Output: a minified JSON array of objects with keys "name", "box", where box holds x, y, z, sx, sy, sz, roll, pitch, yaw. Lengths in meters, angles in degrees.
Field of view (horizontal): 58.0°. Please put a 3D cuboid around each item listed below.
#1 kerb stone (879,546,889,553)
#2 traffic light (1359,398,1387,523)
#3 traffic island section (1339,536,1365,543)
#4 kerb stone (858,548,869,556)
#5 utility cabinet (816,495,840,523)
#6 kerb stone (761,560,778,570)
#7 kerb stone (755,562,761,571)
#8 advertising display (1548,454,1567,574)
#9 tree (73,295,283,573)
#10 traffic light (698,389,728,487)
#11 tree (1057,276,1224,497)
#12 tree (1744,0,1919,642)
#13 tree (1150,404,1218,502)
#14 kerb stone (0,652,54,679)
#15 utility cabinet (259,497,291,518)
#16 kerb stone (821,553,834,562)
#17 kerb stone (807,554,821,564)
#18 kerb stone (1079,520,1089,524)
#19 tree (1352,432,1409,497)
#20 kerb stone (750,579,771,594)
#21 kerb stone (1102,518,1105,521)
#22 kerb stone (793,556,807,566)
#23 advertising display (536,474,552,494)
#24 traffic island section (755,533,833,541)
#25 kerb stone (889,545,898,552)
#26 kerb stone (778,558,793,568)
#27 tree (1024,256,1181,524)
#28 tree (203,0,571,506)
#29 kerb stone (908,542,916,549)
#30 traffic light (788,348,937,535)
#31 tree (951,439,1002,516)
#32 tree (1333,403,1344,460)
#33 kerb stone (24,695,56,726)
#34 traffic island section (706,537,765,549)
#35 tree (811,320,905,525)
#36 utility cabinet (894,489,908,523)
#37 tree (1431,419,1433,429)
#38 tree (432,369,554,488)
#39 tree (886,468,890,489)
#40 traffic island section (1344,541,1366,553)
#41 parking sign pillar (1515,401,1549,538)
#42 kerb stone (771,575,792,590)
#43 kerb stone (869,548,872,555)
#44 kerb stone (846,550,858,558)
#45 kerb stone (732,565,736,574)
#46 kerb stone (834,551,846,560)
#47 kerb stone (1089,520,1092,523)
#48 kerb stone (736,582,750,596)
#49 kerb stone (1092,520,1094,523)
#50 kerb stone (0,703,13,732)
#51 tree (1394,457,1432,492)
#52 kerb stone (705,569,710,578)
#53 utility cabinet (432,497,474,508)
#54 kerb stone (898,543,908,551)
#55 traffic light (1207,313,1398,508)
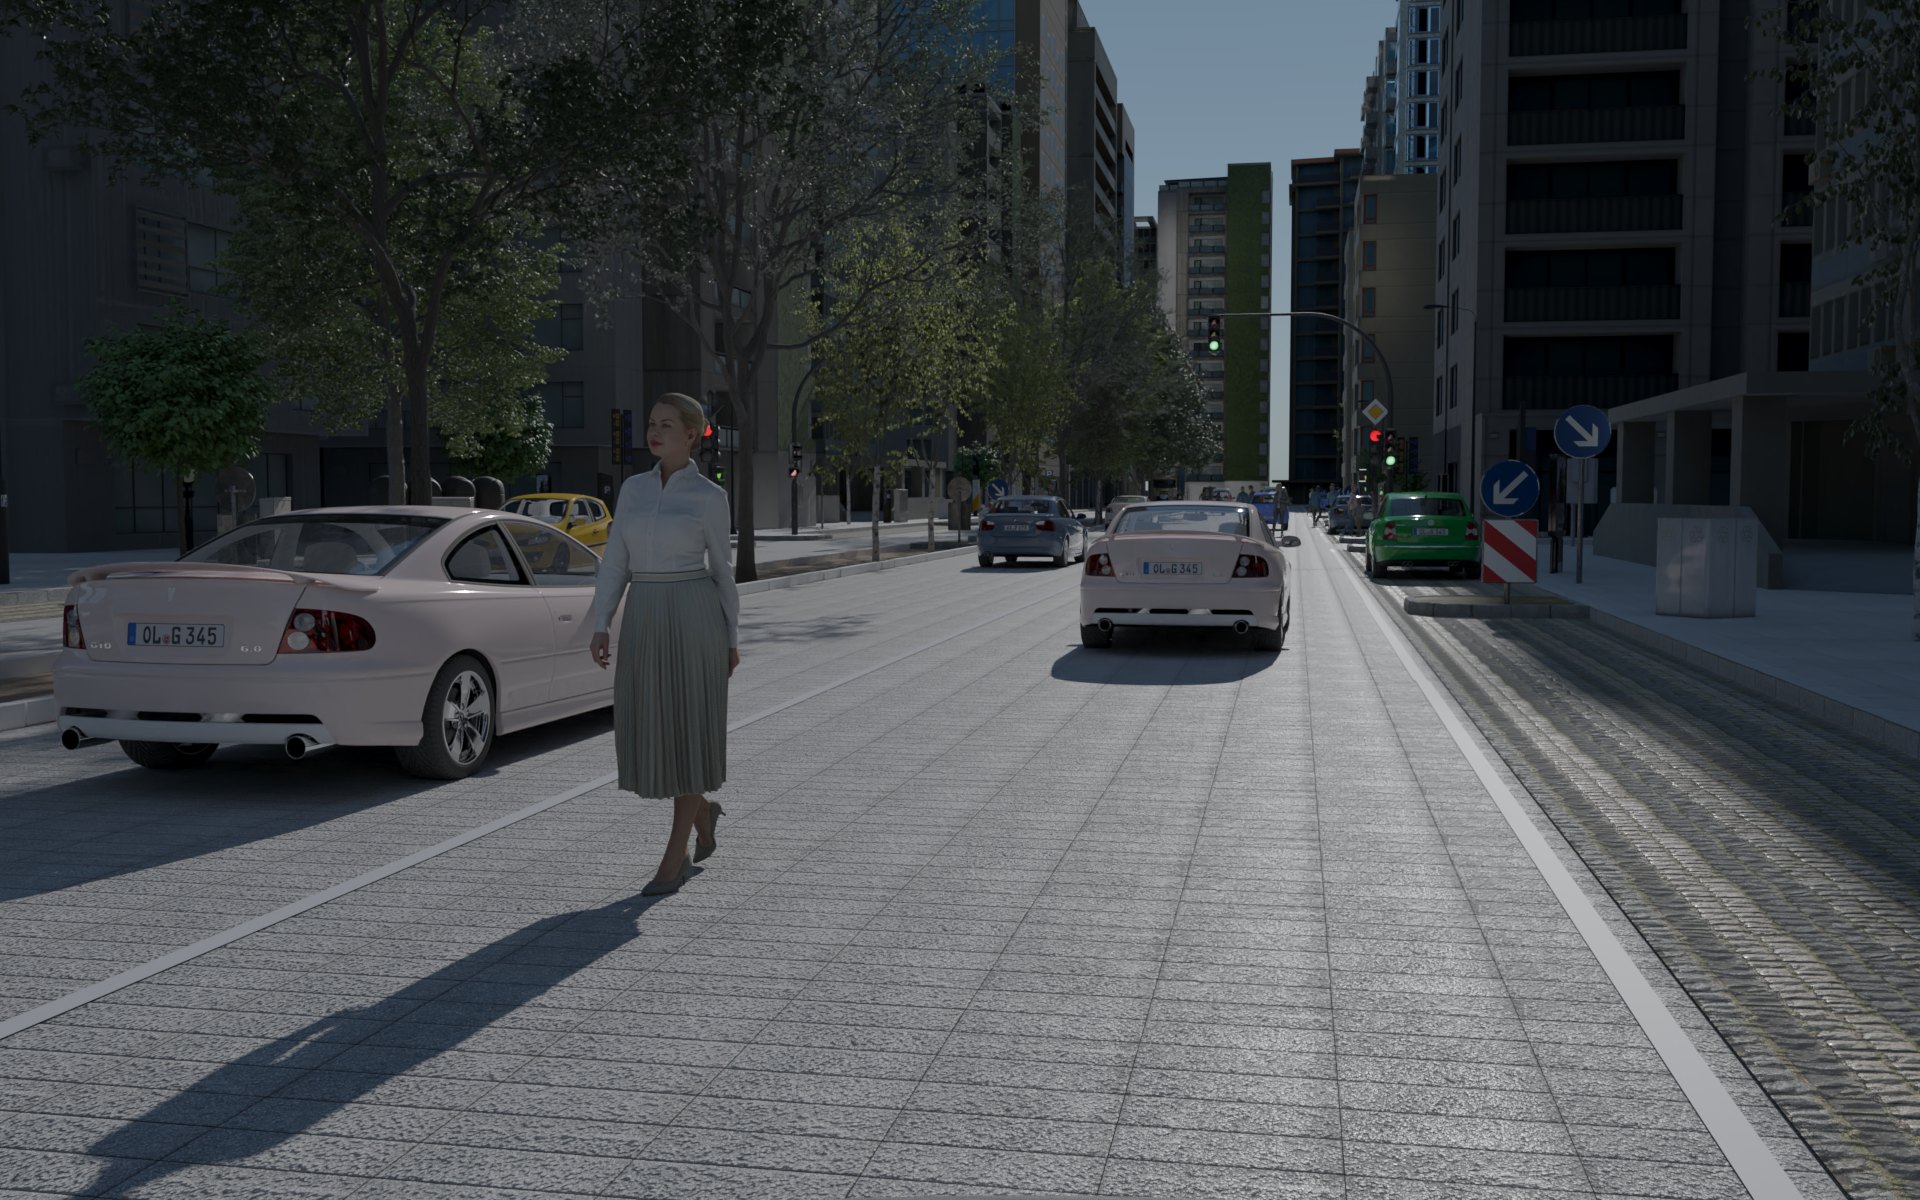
[{"name":"kerb stone","box":[-1.947,-1.197,41.760,0.120,0.150,1.000,1,4,11]},{"name":"traffic light","box":[12.176,-3.793,50.943,0.839,4.253,0.868,1,4,11]},{"name":"traffic island section","box":[12.213,-1.760,51.049,2.009,0.180,2.903,1,4,11]},{"name":"kerb stone","box":[-2.334,-1.074,39.753,0.120,0.150,1.000,1,4,11]},{"name":"utility cabinet","box":[-5.885,-4.031,77.067,1.020,1.237,0.306,-2,4,-24]},{"name":"kerb stone","box":[-3.695,-0.643,32.715,0.120,0.150,1.000,1,4,11]},{"name":"kerb stone","box":[-3.893,-0.578,31.706,0.120,0.150,1.000,1,4,11]},{"name":"advertising display","box":[9.721,-1.405,28.182,0.123,1.923,0.974,2,4,28]},{"name":"tree","box":[-12.957,-2.764,28.908,4.285,4.588,4.351,0,3,0]},{"name":"traffic light","box":[-6.682,-3.517,46.418,0.839,4.253,0.868,1,4,11]},{"name":"tree","box":[8.498,-10.444,90.221,9.611,12.733,9.660,0,3,0]},{"name":"tree","box":[8.610,-3.946,14.877,4.360,8.622,3.978,0,3,0]},{"name":"tree","box":[12.727,-10.795,113.370,8.767,10.594,7.601,1,4,11]},{"name":"kerb stone","box":[-7.383,0.527,13.571,0.120,0.150,1.000,1,4,11]},{"name":"utility cabinet","box":[-13.680,-1.434,34.610,0.306,1.237,1.020,0,4,-3]},{"name":"kerb stone","box":[-2.921,-0.890,36.739,0.120,0.150,1.000,1,4,11]},{"name":"kerb stone","box":[-3.114,-0.828,35.735,0.120,0.150,1.000,1,4,11]},{"name":"kerb stone","box":[5.925,-3.693,82.569,0.120,0.150,1.000,1,4,11]},{"name":"tree","box":[21.712,-6.433,88.890,4.285,4.588,4.351,0,3,0]},{"name":"kerb stone","box":[-2.994,-0.188,25.273,0.120,0.150,1.000,1,4,11]},{"name":"kerb stone","box":[7.862,-4.309,92.643,0.120,0.150,1.000,1,4,11]},{"name":"kerb stone","box":[-3.308,-0.761,34.731,0.120,0.150,1.000,1,4,11]},{"name":"advertising display","box":[-13.309,-3.069,55.398,0.123,1.923,0.974,-3,4,-37]},{"name":"traffic island section","box":[-5.208,-1.965,54.401,2.009,0.180,2.903,1,4,11]},{"name":"kerb stone","box":[-1.757,-1.258,42.764,0.120,0.150,1.000,1,4,11]},{"name":"kerb stone","box":[-3.504,-0.704,33.719,0.120,0.150,1.000,1,4,11]},{"name":"tree","box":[6.514,-9.861,81.815,7.486,12.596,7.792,0,3,0]},{"name":"tree","box":[-12.267,-7.218,36.143,7.486,12.596,7.792,0,3,0]},{"name":"kerb stone","box":[-1.364,-1.381,44.777,0.120,0.150,1.000,1,4,11]},{"name":"traffic light","box":[-3.100,-4.846,53.898,4.771,5.953,1.251,1,4,11]},{"name":"tree","box":[1.028,-7.317,103.346,4.285,4.588,4.351,0,3,0]},{"name":"tree","box":[29.778,-10.898,128.543,4.360,8.622,3.978,0,3,0]},{"name":"kerb stone","box":[-5.711,0.674,11.173,0.120,0.150,1.000,1,4,11]},{"name":"traffic island section","box":[-6.720,-1.485,46.560,2.009,0.180,2.903,1,4,11]},{"name":"tree","box":[-4.482,-7.466,72.426,4.737,8.622,4.395,0,3,0]},{"name":"utility cabinet","box":[-2.623,-4.192,77.214,0.318,1.500,1.173,1,4,16]},{"name":"tree","box":[27.093,-8.622,91.330,4.360,8.622,3.978,0,3,0]},{"name":"tree","box":[-12.218,-3.787,45.633,4.285,4.588,4.351,0,3,0]},{"name":"tree","box":[-4.470,-6.710,104.303,1.663,3.219,1.824,0,3,0]},{"name":"traffic island section","box":[10.701,-1.280,43.208,2.009,0.180,2.903,1,4,11]},{"name":"parking sign pillar","box":[16.513,-3.802,50.627,1.447,3.967,1.447,1,4,13]},{"name":"kerb stone","box":[-2.795,-0.248,26.276,0.120,0.150,1.000,1,4,11]},{"name":"kerb stone","box":[-2.137,-1.133,40.756,0.120,0.150,1.000,1,4,11]},{"name":"kerb stone","box":[-2.530,-1.009,38.750,0.120,0.150,1.000,1,4,11]},{"name":"kerb stone","box":[-4.086,-0.518,30.697,0.120,0.150,1.000,1,4,11]},{"name":"kerb stone","box":[-2.727,-0.951,37.747,0.120,0.150,1.000,1,4,11]},{"name":"kerb stone","box":[6.121,-3.755,83.583,0.120,0.150,1.000,1,4,11]},{"name":"kerb stone","box":[-3.188,-0.127,24.268,0.120,0.150,1.000,1,4,11]},{"name":"kerb stone","box":[6.307,-3.815,84.590,0.120,0.150,1.000,1,4,11]},{"name":"kerb stone","box":[-5.899,0.736,10.163,0.120,0.150,1.000,1,4,11]},{"name":"tree","box":[20.777,-5.219,79.928,1.663,3.219,1.824,0,3,0]},{"name":"kerb stone","box":[-4.282,-0.458,29.686,0.120,0.150,1.000,1,4,11]},{"name":"utility cabinet","box":[-10.939,-1.585,37.070,1.020,1.237,0.306,0,4,4]},{"name":"kerb stone","box":[-1.555,-1.317,43.773,0.120,0.150,1.000,1,4,11]},{"name":"traffic light","box":[8.593,-4.201,43.356,4.771,5.953,1.251,1,4,11]}]
